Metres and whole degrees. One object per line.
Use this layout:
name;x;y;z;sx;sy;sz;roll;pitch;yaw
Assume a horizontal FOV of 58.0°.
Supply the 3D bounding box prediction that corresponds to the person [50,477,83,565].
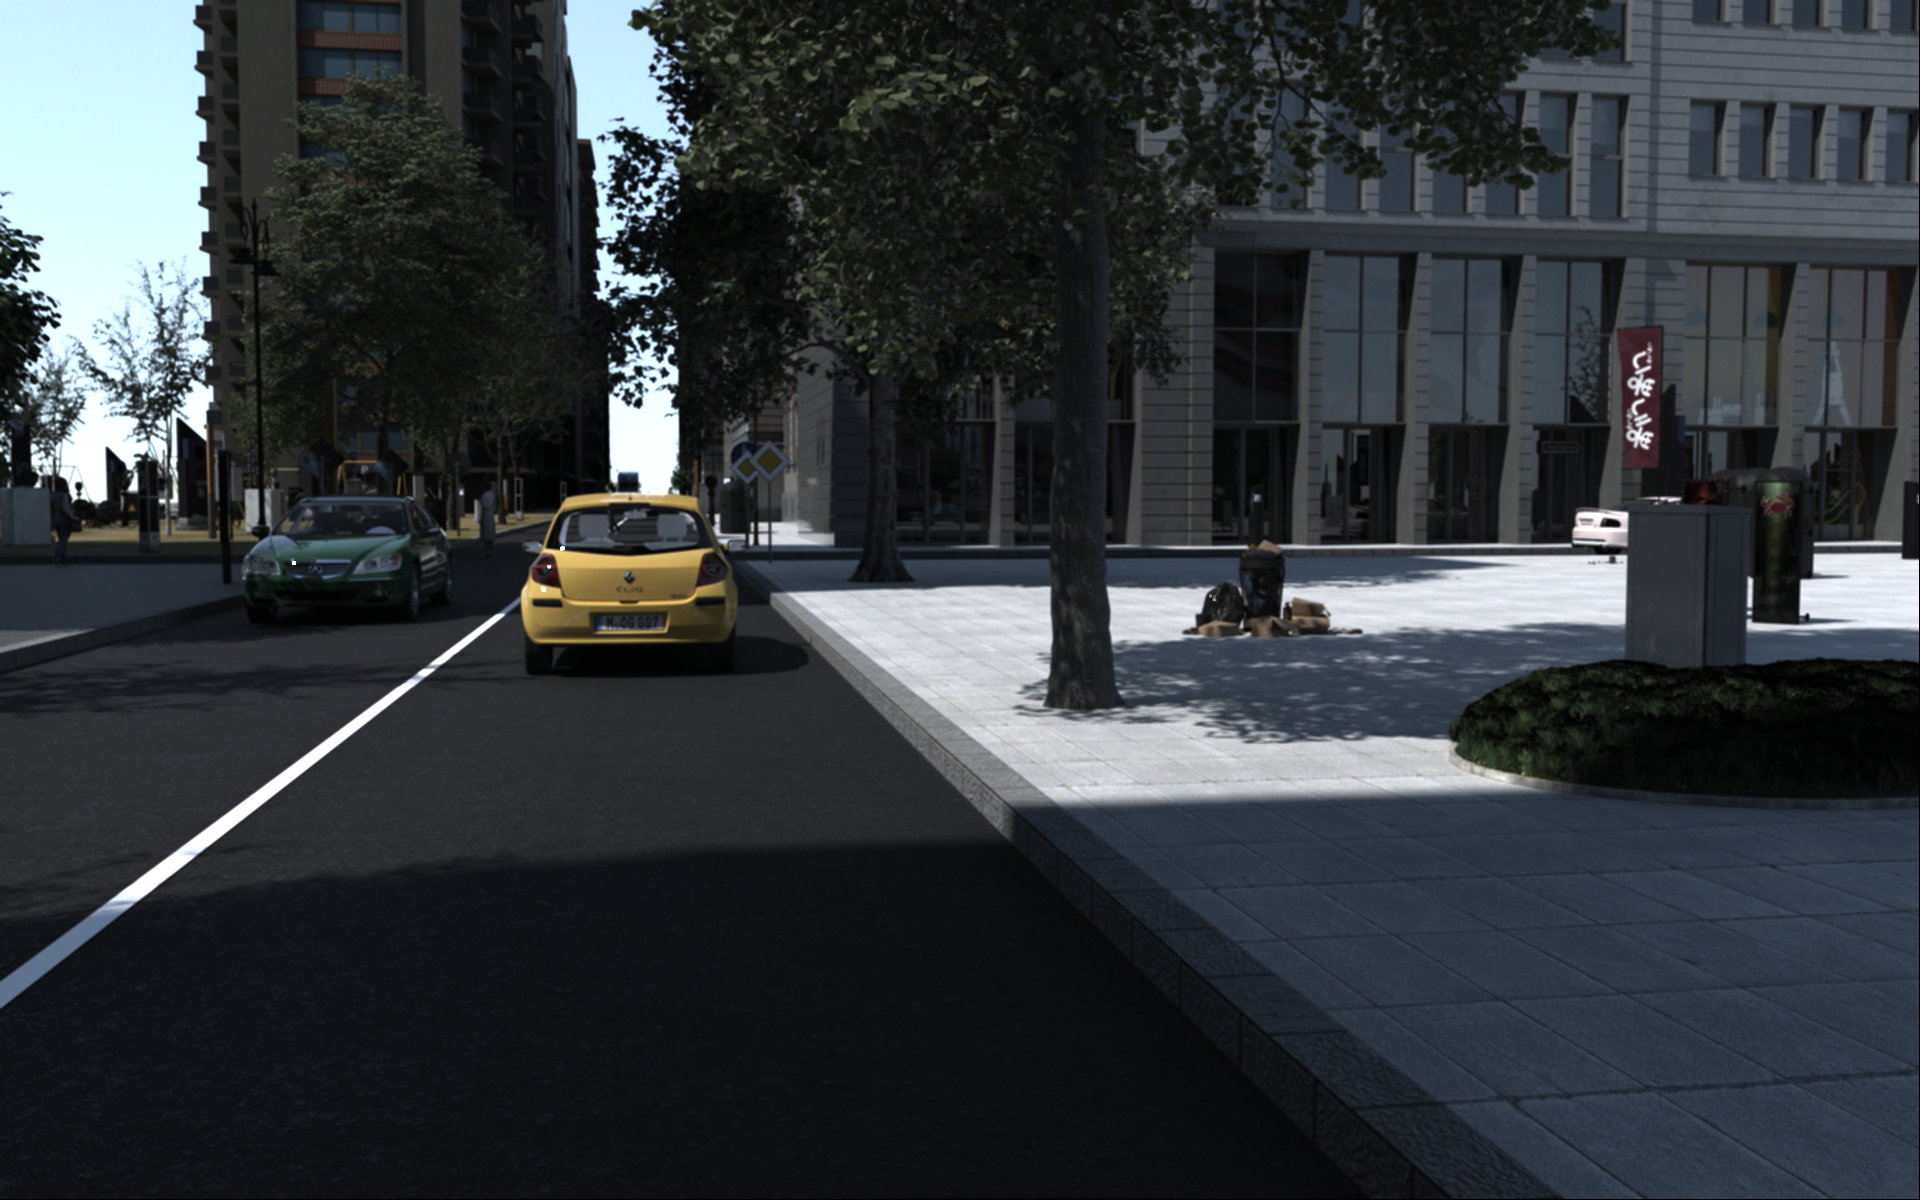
person;-16.597;-1.400;31.980;0.593;1.750;0.643;2;4;28

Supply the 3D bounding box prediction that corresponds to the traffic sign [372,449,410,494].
traffic sign;-12.602;-2.126;38.404;0.795;2.450;0.064;-1;4;-10

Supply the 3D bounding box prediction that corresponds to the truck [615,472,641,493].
truck;-40.465;-13.627;212.560;2.967;4.110;18.799;-1;4;-9

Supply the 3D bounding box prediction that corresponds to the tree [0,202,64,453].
tree;-10.258;-1.995;16.334;4.285;4.588;4.351;0;3;0

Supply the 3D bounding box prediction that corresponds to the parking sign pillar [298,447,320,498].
parking sign pillar;-31.639;-5.854;84.191;1.447;3.967;1.447;3;5;42

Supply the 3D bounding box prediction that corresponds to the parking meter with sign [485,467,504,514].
parking meter with sign;-29.660;-6.928;109.541;1.738;3.016;0.543;0;4;-8

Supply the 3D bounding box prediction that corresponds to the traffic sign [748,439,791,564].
traffic sign;-3.502;-1.726;31.857;0.795;2.450;0.064;-1;4;-10

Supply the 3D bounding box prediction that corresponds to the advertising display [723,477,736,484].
advertising display;-8.637;-3.633;64.609;0.123;1.923;0.974;-2;4;-24

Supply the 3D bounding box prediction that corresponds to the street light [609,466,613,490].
street light;-46.570;-15.807;231.237;0.468;5.910;1.993;-1;4;-10

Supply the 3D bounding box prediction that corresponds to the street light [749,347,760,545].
street light;-5.121;-4.314;43.318;0.468;5.910;1.993;-1;4;-10

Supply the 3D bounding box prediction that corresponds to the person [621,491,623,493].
person;-32.182;-9.489;164.582;0.756;1.711;0.436;2;4;24

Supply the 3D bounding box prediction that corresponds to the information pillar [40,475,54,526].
information pillar;-35.197;-3.811;66.801;0.304;2.012;0.304;1;4;18

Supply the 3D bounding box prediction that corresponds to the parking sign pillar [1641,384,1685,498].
parking sign pillar;17.530;-3.347;43.203;1.447;3.967;1.447;0;4;-7

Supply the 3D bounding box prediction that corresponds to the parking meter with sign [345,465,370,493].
parking meter with sign;-30.413;-5.540;86.844;1.738;3.016;0.543;-1;4;-14

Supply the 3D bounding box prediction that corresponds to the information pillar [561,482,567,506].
information pillar;-24.688;-6.328;107.951;0.304;2.012;0.304;0;4;-1

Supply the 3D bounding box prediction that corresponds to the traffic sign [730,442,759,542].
traffic sign;-5.183;-2.568;42.092;0.768;2.556;0.104;0;4;-2

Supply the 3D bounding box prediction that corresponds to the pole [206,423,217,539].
pole;-21.463;-3.413;49.639;0.158;3.312;0.155;0;3;0

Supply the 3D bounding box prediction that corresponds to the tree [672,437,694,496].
tree;-32.205;-15.600;205.426;4.360;8.622;3.978;0;3;0

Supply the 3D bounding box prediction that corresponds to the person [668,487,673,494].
person;-15.656;-5.166;93.138;0.473;1.802;0.592;2;4;33

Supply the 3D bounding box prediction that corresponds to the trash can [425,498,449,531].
trash can;-17.426;-2.818;57.734;0.748;1.137;0.748;0;3;0

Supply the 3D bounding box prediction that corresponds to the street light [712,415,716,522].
street light;-11.189;-6.462;78.442;0.468;5.910;1.993;-1;4;-10

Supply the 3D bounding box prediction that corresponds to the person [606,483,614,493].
person;-12.327;-3.241;61.505;0.620;1.820;0.660;-1;4;-8

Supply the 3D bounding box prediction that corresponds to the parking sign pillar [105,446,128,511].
parking sign pillar;-47.939;-6.732;98.532;1.447;3.967;1.447;1;4;12

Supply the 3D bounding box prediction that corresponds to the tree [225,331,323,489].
tree;-29.965;-7.657;75.552;4.737;8.622;4.395;0;3;0

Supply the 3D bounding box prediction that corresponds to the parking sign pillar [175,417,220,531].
parking sign pillar;-27.026;-4.454;61.302;1.447;3.967;1.447;1;4;23

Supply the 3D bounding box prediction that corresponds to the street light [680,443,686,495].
street light;-24.321;-11.054;153.516;0.468;5.910;1.993;-1;4;-10

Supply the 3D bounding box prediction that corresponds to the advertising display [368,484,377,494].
advertising display;-36.319;-6.260;107.559;0.974;1.923;0.123;0;4;0

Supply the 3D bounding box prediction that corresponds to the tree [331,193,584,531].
tree;-18.006;-8.267;60.918;9.928;11.665;9.643;0;3;0

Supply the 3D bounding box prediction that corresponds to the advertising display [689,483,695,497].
advertising display;-15.248;-5.712;98.605;0.123;1.923;0.974;0;4;2

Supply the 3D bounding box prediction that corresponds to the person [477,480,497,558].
person;-10.722;-1.832;39.015;0.524;1.755;0.480;1;4;12

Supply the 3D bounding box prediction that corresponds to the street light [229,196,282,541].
street light;-11.022;-3.330;27.228;0.468;5.910;1.993;-1;4;-10

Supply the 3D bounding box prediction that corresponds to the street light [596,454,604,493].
street light;-38.666;-12.992;185.206;0.468;5.910;1.993;-1;4;-10

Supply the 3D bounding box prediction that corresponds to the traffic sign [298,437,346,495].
traffic sign;-11.234;-1.645;30.537;0.795;2.450;0.064;-1;4;-10

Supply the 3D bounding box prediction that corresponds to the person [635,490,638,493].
person;-25.844;-7.914;138.422;0.617;1.759;0.750;0;4;-7

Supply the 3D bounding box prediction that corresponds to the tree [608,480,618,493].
tree;-47.726;-14.877;237.834;1.663;3.219;1.824;0;3;0

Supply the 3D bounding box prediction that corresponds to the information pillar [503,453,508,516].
information pillar;-26.089;-6.612;99.465;0.183;3.616;0.504;0;4;1

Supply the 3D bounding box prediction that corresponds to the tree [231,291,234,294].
tree;-15.126;-7.847;46.428;7.486;12.596;7.792;0;3;0

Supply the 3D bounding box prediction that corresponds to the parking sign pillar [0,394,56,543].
parking sign pillar;-24.634;-3.489;45.511;1.447;3.967;1.447;-2;4;-29

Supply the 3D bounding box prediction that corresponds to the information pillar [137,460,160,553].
information pillar;-17.708;-2.038;37.807;0.304;2.012;0.304;2;4;23

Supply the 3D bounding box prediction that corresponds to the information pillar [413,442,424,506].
information pillar;-24.597;-5.340;78.660;0.504;3.616;0.183;-3;5;-43

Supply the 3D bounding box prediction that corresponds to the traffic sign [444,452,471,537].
traffic sign;-15.044;-3.168;51.906;0.768;2.556;0.104;-1;4;-9

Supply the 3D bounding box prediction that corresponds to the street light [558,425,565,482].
street light;-26.281;-8.656;114.320;0.468;5.910;1.993;-1;4;-10

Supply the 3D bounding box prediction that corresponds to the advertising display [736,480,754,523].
advertising display;-9.703;-4.435;77.732;0.974;1.923;0.123;-3;4;-38

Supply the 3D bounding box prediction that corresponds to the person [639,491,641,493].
person;-32.143;-10.140;174.739;0.568;1.767;0.683;1;4;16

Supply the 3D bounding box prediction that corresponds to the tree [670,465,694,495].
tree;-31.452;-13.032;196.794;4.285;4.588;4.351;0;3;0

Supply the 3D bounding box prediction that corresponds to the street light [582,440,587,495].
street light;-32.339;-10.798;149.337;0.468;5.910;1.993;-1;4;-10

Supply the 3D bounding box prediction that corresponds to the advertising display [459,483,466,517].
advertising display;-27.993;-5.595;96.691;0.974;1.923;0.123;2;4;29

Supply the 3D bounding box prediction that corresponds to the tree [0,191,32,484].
tree;-22.571;-5.406;38.755;4.737;8.622;4.395;0;3;0

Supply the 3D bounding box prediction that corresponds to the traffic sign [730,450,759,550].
traffic sign;-4.870;-2.207;39.724;0.795;2.450;0.064;-1;4;-10

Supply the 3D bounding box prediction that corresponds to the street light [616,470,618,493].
street light;-52.864;-18.000;267.093;0.468;5.910;1.993;-1;4;-10

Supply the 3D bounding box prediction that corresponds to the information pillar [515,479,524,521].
information pillar;-20.884;-4.746;82.082;0.304;2.012;0.304;0;4;2

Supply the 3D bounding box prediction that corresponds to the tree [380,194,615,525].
tree;-19.319;-9.896;72.164;12.009;13.543;11.850;0;3;0

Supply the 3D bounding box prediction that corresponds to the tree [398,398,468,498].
tree;-31.744;-9.469;105.183;4.737;8.622;4.395;0;3;0

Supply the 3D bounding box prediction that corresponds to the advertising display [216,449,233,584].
advertising display;-10.632;-1.216;25.090;0.123;1.923;0.974;-1;4;-20

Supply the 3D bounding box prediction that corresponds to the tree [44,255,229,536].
tree;-24.457;-6.262;52.750;4.360;8.622;3.978;0;3;0

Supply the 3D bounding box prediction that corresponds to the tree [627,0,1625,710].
tree;0.897;-5.602;9.713;7.486;12.596;7.792;0;3;0

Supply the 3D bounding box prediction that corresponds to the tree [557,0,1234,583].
tree;-1.047;-6.618;25.213;9.611;12.733;9.660;0;3;0

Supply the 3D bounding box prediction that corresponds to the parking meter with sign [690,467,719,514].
parking meter with sign;-16.317;-7.008;110.838;1.738;3.016;0.543;1;4;8

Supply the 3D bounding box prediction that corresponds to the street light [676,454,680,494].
street light;-30.364;-13.196;188.535;0.468;5.910;1.993;-1;4;-10
